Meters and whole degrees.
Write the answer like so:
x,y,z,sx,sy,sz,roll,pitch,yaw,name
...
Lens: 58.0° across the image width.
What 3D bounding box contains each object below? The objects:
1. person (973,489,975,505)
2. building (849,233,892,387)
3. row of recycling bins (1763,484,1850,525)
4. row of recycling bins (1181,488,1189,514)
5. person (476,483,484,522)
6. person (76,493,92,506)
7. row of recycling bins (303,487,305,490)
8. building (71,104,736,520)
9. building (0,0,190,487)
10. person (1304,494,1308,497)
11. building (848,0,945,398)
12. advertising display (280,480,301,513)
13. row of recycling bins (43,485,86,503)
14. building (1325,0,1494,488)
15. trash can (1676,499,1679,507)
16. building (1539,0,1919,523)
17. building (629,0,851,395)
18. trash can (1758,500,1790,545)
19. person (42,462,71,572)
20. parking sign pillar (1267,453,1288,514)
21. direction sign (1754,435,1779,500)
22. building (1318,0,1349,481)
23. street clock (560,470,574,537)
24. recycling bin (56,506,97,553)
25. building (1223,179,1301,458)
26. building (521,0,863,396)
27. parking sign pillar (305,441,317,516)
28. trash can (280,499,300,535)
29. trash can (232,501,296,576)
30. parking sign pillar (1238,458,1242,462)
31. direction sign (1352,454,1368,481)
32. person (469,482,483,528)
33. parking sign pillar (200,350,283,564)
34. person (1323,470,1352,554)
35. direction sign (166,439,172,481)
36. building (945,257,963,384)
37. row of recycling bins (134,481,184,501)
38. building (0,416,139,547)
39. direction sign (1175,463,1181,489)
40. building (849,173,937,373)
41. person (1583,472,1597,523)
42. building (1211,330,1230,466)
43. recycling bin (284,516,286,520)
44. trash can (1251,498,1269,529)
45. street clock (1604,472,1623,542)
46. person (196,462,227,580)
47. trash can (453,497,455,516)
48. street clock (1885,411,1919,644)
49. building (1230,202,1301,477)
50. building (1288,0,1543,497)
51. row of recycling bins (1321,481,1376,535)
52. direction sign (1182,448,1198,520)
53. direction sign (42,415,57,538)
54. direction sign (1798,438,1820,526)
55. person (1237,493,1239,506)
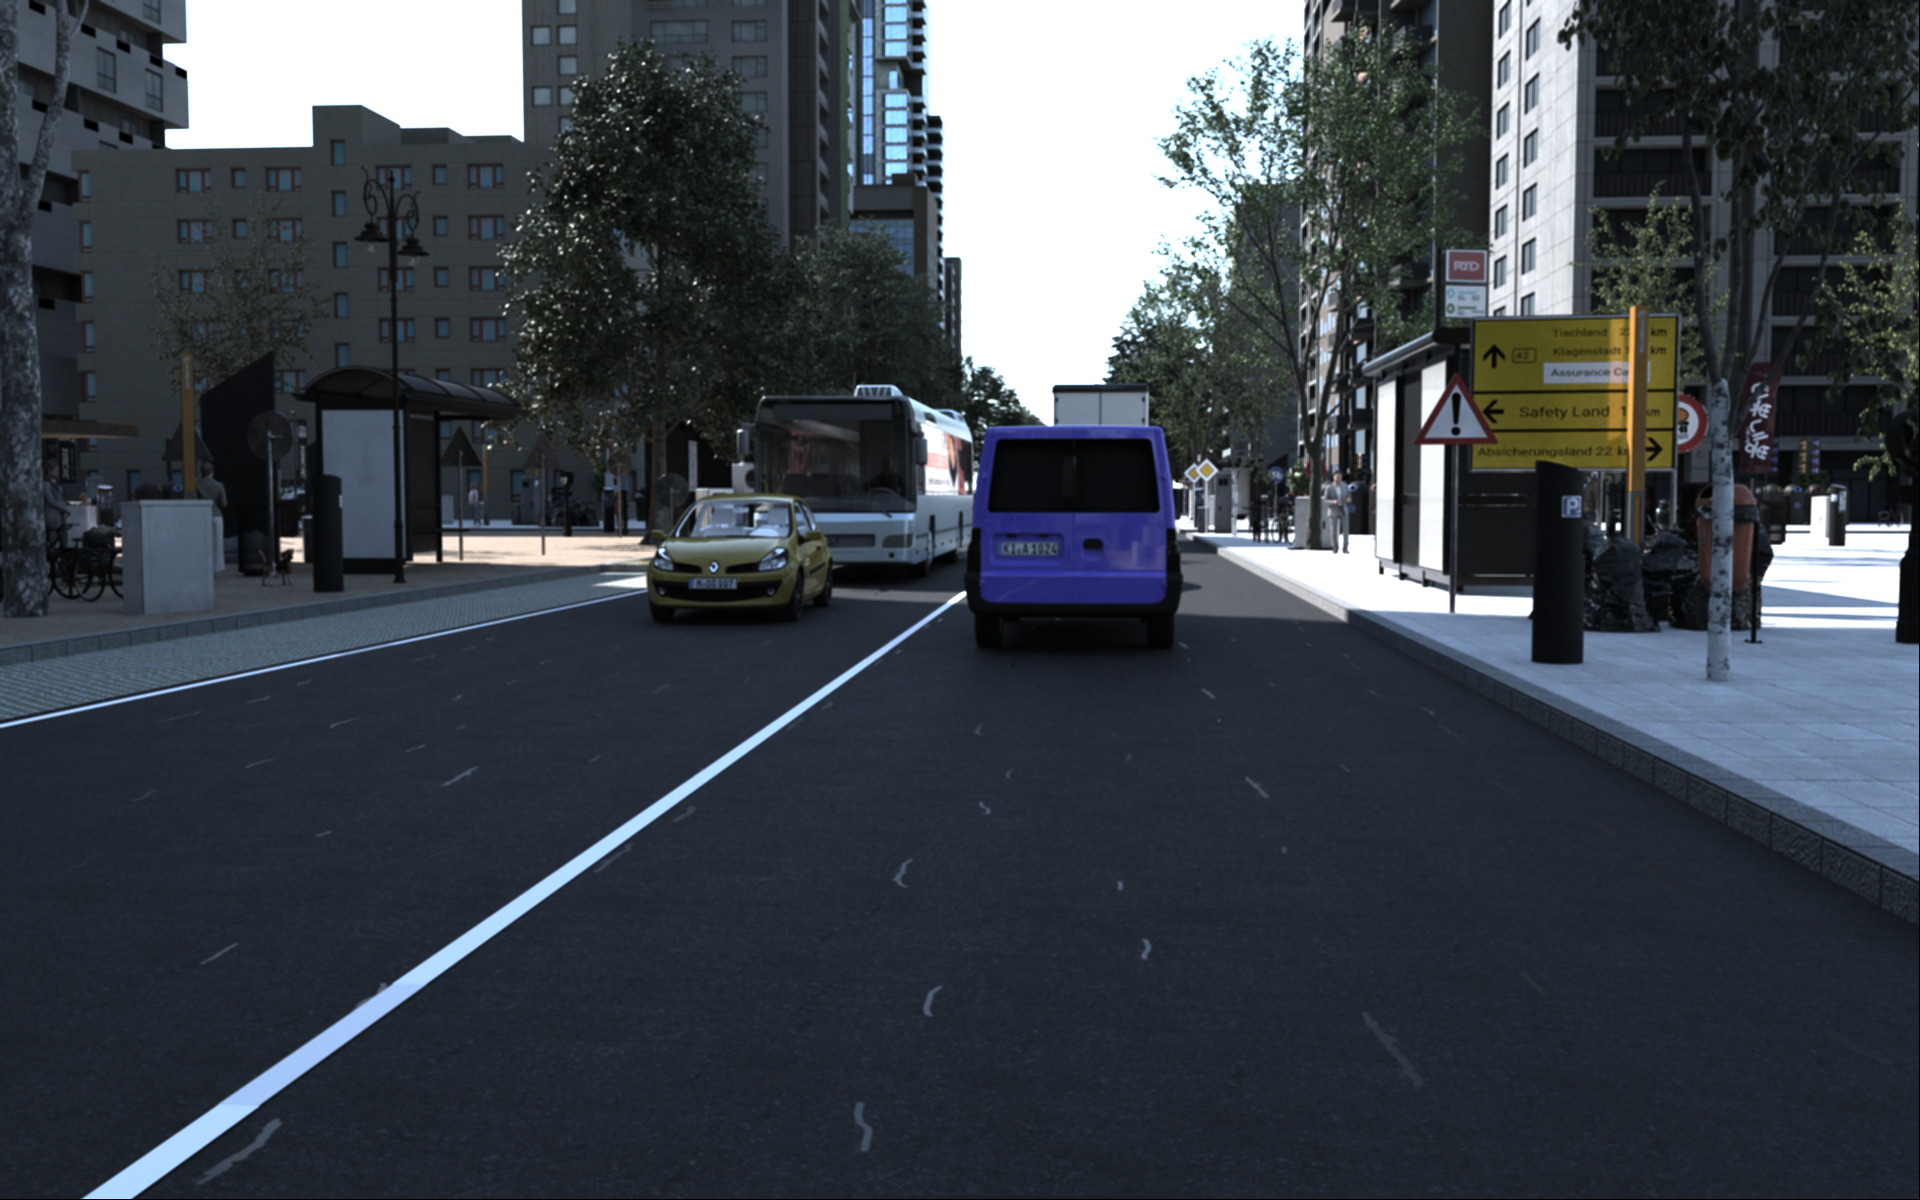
x,y,z,sx,sy,sz,roll,pitch,yaw,name
1.344,-9.223,157.658,0.721,1.723,1.217,2,4,27,person
-15.282,-25.591,190.114,14.160,30.474,14.107,0,4,5,building
34.930,-3.950,71.689,3.534,1.692,1.069,0,4,2,row of recycling bins
14.500,-6.566,114.467,1.069,1.692,3.534,-2,4,-35,row of recycling bins
-22.126,-4.537,80.193,0.580,1.828,0.573,0,4,-4,person
-23.000,-2.151,45.477,0.475,1.303,0.640,-3,4,-36,person
-29.260,-4.446,79.812,1.069,1.692,3.534,0,4,5,row of recycling bins
-29.625,-15.629,100.575,27.650,21.520,28.899,0,4,5,building
-61.292,-31.164,98.774,27.495,52.752,28.713,0,4,5,building
15.563,-4.160,78.303,0.306,1.304,0.590,-3,5,-40,person
-12.616,-58.369,267.007,22.319,86.520,31.000,0,4,5,building
-29.713,-4.379,76.805,0.974,1.923,0.123,-2,4,-31,advertising display
-39.851,-4.262,76.798,1.069,1.692,3.534,1,4,18,row of recycling bins
37.631,-28.517,120.882,22.147,44.769,28.867,0,4,5,building
41.430,-5.472,101.121,0.748,1.137,0.748,0,3,0,trash can
38.876,-39.527,84.522,20.611,71.187,20.563,0,4,5,building
-16.321,-27.426,132.013,14.154,41.232,14.086,0,4,5,building
20.614,-1.972,43.904,0.748,1.137,0.748,0,3,0,trash can
-14.138,-1.282,27.277,0.573,1.790,0.520,-2,4,-30,person
20.636,-7.606,112.830,1.447,3.967,1.447,0,4,3,parking sign pillar
31.115,-4.579,66.865,0.876,3.537,0.379,0,4,2,direction sign
38.420,-30.383,146.877,14.600,45.320,14.200,0,4,5,building
-11.802,-2.903,52.028,0.358,2.002,0.471,-3,5,-40,street clock
-19.361,-1.551,37.918,0.722,1.027,0.722,-1,4,-14,recycling bin
52.259,-39.535,266.001,23.786,49.044,30.456,0,4,5,building
-25.253,-35.486,169.432,28.713,52.752,27.495,0,4,5,building
-25.661,-4.968,69.699,1.447,3.967,1.447,0,4,-5,parking sign pillar
-20.031,-2.444,51.605,0.748,1.137,0.748,0,3,0,trash can
-10.996,-0.948,27.147,0.748,1.137,0.748,0,3,0,trash can
21.086,-8.494,127.350,1.447,3.967,1.447,0,4,-5,parking sign pillar
22.437,-6.440,97.296,0.876,3.537,0.379,2,4,29,direction sign
-18.339,-3.598,65.542,0.731,1.740,0.598,3,5,42,person
-13.507,-2.693,32.509,1.447,3.967,1.447,-1,4,-14,parking sign pillar
8.150,-1.896,37.244,0.606,1.804,0.583,0,4,-5,person
-32.517,-4.846,71.234,0.379,3.537,0.876,-1,4,-14,direction sign
-7.131,-37.129,290.656,14.154,41.232,14.086,0,4,5,building
-25.626,-3.054,57.043,1.069,1.692,3.534,2,4,24,row of recycling bins
-35.997,-23.146,33.059,28.867,44.769,22.147,0,4,5,building
15.946,-8.146,125.187,0.876,3.537,0.379,1,4,21,direction sign
-10.742,-36.414,245.472,14.600,45.320,14.200,0,4,5,building
13.263,-1.870,36.528,0.836,1.842,0.656,-3,5,-41,person
48.943,-31.649,289.162,14.160,30.474,14.107,0,4,5,building
-30.485,-4.021,78.291,0.722,1.027,0.722,0,4,8,recycling bin
11.047,-3.200,63.966,0.748,1.137,0.748,0,3,0,trash can
17.473,-2.560,46.426,0.471,2.002,0.358,-1,4,-11,street clock
-11.135,-1.166,25.656,0.519,1.759,0.362,-2,4,-28,person
-24.834,-4.416,83.859,0.748,1.137,0.748,0,3,0,trash can
8.199,-0.629,14.855,0.471,2.002,0.358,0,4,1,street clock
45.273,-34.307,244.516,14.154,41.232,14.086,0,4,5,building
41.498,-44.351,163.394,20.563,71.187,20.611,0,4,5,building
12.832,-2.890,54.357,3.534,1.692,1.069,3,5,42,row of recycling bins
11.355,-5.663,84.590,0.379,3.537,0.876,3,4,39,direction sign
-26.406,-3.544,49.942,0.876,3.537,0.379,1,4,13,direction sign
34.374,-4.781,70.160,0.379,3.537,0.876,-2,4,-33,direction sign
11.478,-4.118,73.235,0.638,1.841,0.748,2,4,23,person
